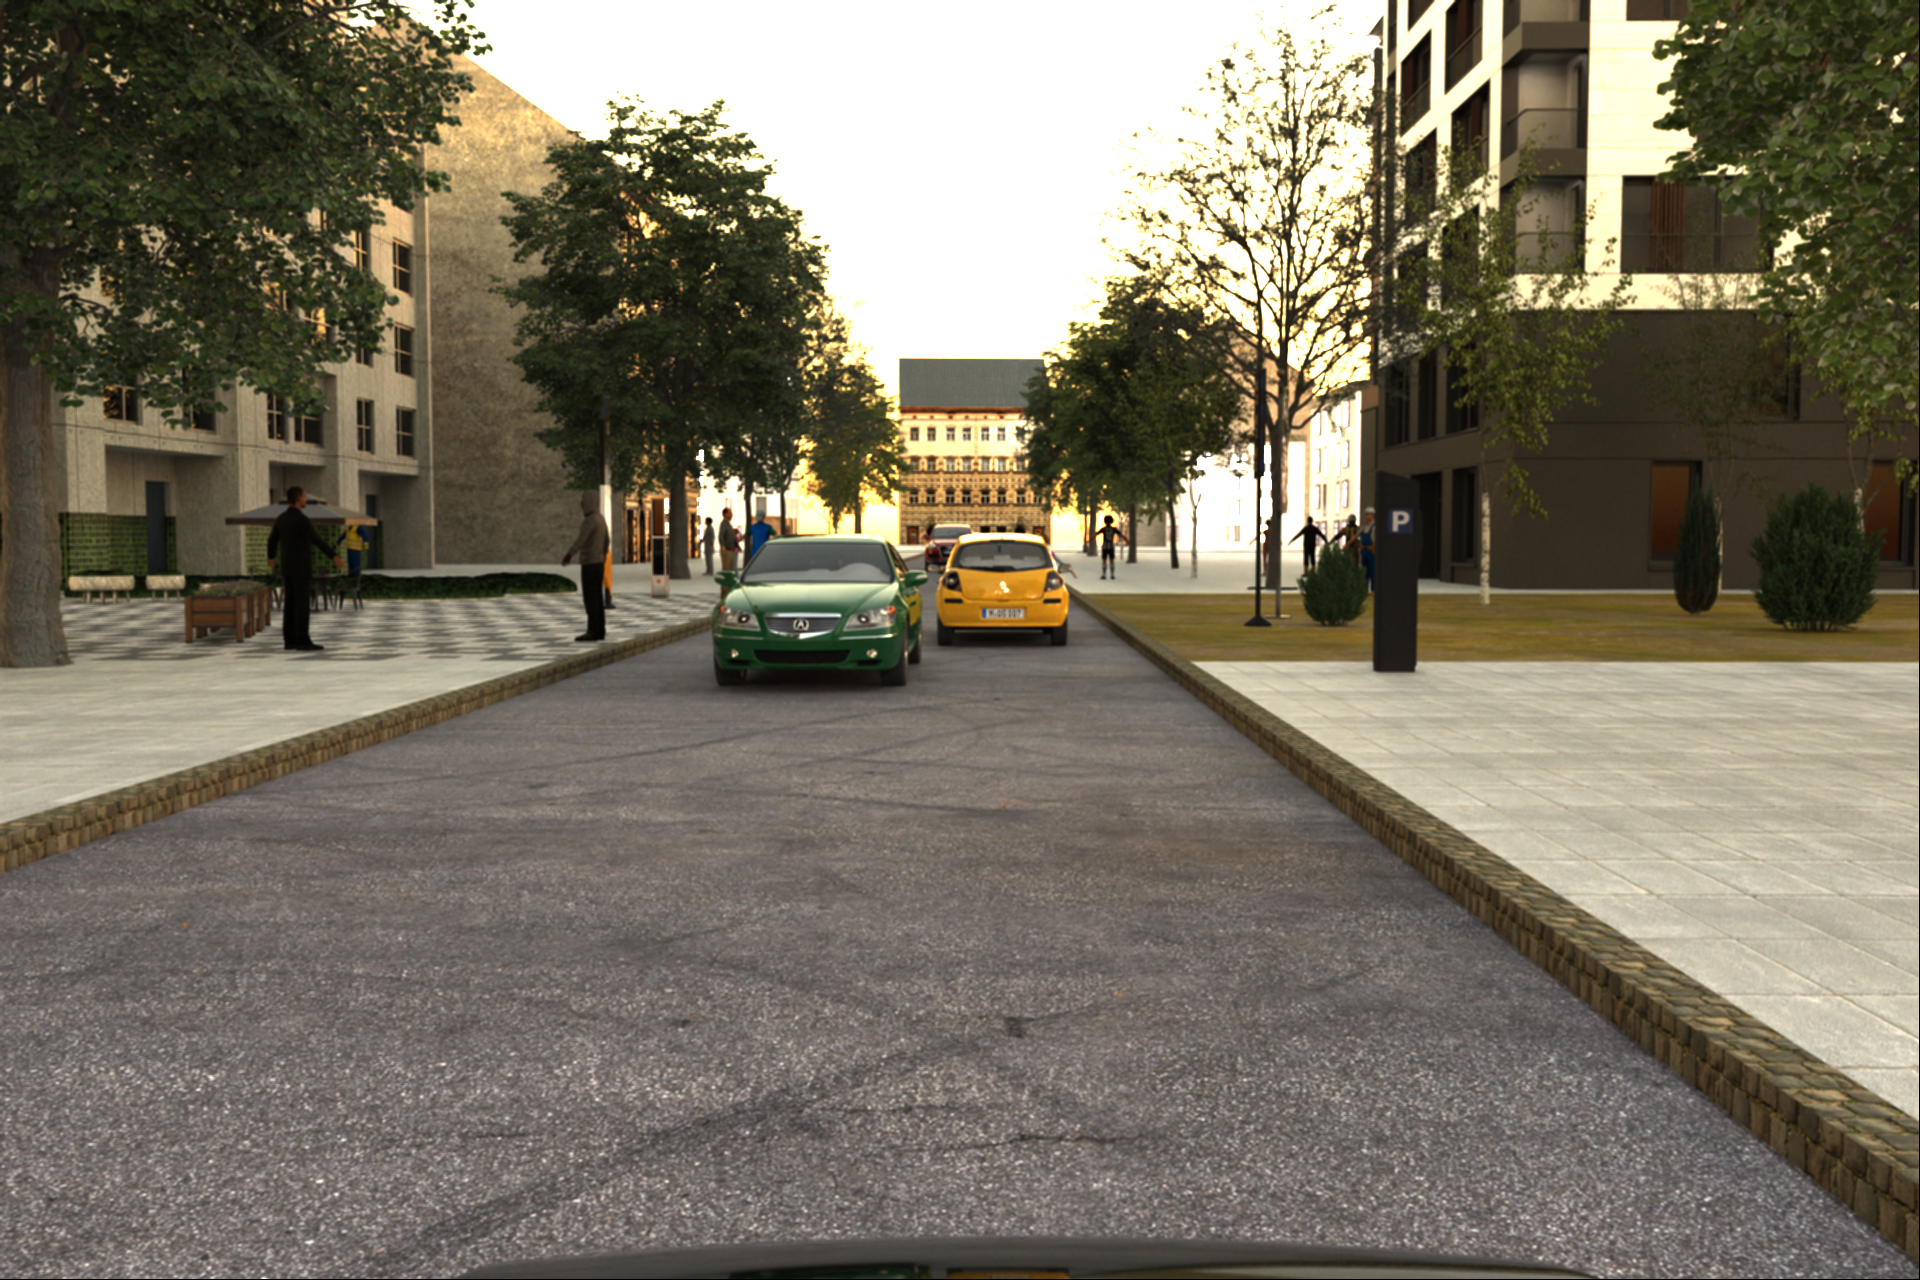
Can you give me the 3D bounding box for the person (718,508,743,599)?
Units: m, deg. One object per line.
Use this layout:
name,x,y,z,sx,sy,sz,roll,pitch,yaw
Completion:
person,-4.531,-1.690,33.909,0.705,1.796,1.348,0,4,7

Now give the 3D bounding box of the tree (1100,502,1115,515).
tree,20.830,-17.144,214.721,7.601,10.594,8.767,0,4,4

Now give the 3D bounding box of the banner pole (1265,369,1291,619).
banner pole,4.865,-2.209,26.129,0.401,3.779,0.863,0,4,-1

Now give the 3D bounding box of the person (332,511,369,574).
person,-14.548,-2.172,41.477,1.349,1.833,0.705,2,4,35

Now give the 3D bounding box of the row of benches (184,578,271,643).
row of benches,-9.383,-0.420,22.332,1.422,0.672,4.104,-1,4,-17

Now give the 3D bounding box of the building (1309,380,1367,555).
building,26.011,-9.310,94.368,9.099,9.664,28.070,0,4,1

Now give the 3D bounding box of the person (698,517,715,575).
person,-7.839,-2.918,53.892,0.705,1.806,1.347,-2,4,-26

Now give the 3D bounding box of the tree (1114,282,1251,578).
tree,6.799,-6.143,50.800,4.737,8.622,4.395,0,3,0

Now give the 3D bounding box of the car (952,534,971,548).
car,0.774,-2.977,60.470,2.131,1.459,4.920,0,4,1

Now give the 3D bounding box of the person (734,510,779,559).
person,-4.427,-1.968,38.305,1.347,1.817,0.704,1,4,15

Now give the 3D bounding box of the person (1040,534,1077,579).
person,1.289,-0.882,26.152,0.991,1.433,0.599,2,4,26

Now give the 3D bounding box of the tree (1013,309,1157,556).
tree,7.737,-11.817,99.867,9.857,13.997,8.962,0,3,0

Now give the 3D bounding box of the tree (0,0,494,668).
tree,-9.174,-6.717,16.472,9.857,13.997,8.962,0,3,0

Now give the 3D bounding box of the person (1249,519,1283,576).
person,9.427,-2.844,53.295,1.217,1.733,0.721,-2,4,-24

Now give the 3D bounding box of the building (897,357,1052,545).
building,1.429,-23.303,214.387,18.063,23.208,19.493,0,4,-3

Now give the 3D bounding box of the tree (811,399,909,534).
tree,-7.276,-12.131,124.098,9.928,11.665,9.643,0,3,0

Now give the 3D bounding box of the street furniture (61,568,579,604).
street furniture,-12.795,-1.193,35.128,10.072,0.657,5.734,-1,4,-16

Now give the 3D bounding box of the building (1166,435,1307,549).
building,24.909,-13.334,160.165,9.099,9.664,28.070,0,4,1

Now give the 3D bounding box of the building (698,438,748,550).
building,-23.508,-13.049,155.491,9.099,9.664,28.070,0,4,2

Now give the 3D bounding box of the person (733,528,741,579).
person,-5.777,-2.121,43.940,0.599,1.433,0.991,-1,4,-19

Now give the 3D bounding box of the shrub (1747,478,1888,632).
shrub,11.281,-1.127,22.846,1.690,2.028,1.600,0,3,0

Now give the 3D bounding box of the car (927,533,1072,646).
car,0.550,-0.822,23.666,2.015,1.641,3.980,0,4,0

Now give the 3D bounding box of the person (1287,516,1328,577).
person,10.438,-2.790,51.761,1.346,1.812,0.704,-1,4,-14

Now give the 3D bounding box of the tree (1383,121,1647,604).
tree,9.825,-4.956,31.390,4.737,8.622,4.395,0,3,0

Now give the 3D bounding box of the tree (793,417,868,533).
tree,-6.665,-8.889,95.697,4.360,8.622,3.978,0,3,0

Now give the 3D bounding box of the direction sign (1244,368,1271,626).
direction sign,4.164,-1.964,24.110,0.379,3.537,0.876,0,4,1

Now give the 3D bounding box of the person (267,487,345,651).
person,-7.306,-0.791,19.162,1.346,1.802,0.704,3,4,36

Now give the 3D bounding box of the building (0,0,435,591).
building,-28.066,-11.070,47.459,16.747,18.905,31.486,0,4,2

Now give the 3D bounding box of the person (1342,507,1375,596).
person,8.558,-1.861,36.282,0.705,1.847,1.347,-2,4,-33

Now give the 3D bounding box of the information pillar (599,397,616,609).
information pillar,-6.024,-2.330,29.449,0.183,3.616,0.504,0,4,1

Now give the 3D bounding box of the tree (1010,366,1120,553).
tree,8.528,-12.557,115.671,12.009,13.543,11.850,0,3,0

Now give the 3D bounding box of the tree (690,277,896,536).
tree,-7.963,-10.248,77.926,12.009,13.543,11.850,0,3,0

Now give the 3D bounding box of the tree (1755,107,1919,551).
tree,15.457,-4.833,29.387,4.737,8.622,4.395,0,3,0

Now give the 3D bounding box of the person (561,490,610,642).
person,-4.445,-0.898,20.811,0.705,1.813,1.348,0,4,7

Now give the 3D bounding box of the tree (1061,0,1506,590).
tree,7.309,-7.903,39.585,12.009,13.543,11.850,0,3,0

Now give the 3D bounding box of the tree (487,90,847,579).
tree,-8.113,-8.701,48.911,9.857,13.997,8.962,0,3,0

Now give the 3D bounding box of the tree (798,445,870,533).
tree,-15.980,-18.346,210.320,12.009,13.543,11.850,0,3,0

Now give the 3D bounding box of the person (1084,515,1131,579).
person,4.215,-2.639,49.283,1.345,1.843,0.704,0,4,-4

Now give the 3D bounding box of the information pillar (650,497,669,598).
information pillar,-6.044,-1.860,34.899,0.304,2.012,0.304,0,4,3

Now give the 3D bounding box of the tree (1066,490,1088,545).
tree,14.572,-15.851,209.529,4.737,8.622,4.395,0,3,0

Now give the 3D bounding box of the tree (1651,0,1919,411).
tree,6.526,-5.533,8.598,7.486,12.596,7.792,0,3,0

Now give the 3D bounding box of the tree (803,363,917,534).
tree,-6.707,-12.047,115.088,7.486,12.596,7.792,0,3,0

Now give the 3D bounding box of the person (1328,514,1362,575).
person,11.075,-2.641,48.956,1.354,1.858,0.705,1,4,10

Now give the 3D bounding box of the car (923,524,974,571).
car,-0.298,-3.651,68.361,2.281,1.827,5.304,0,4,1

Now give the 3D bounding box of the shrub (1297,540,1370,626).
shrub,5.225,-0.802,24.230,1.383,1.207,1.383,0,3,0

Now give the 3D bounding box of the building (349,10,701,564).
building,-23.203,-15.352,81.929,19.493,23.208,18.063,0,4,2

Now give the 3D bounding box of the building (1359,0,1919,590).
building,26.914,-12.930,55.382,27.936,21.610,32.646,0,4,1

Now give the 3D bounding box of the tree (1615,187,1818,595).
tree,16.227,-5.283,36.734,4.360,8.622,3.978,0,3,0

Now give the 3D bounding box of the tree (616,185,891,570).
tree,-7.449,-9.221,61.134,12.009,13.543,11.850,0,3,0

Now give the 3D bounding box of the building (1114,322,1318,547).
building,26.500,-21.599,184.078,19.493,23.208,18.063,0,4,1

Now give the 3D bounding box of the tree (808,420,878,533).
tree,-7.101,-9.318,102.709,4.737,8.622,4.395,0,3,0

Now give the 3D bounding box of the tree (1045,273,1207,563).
tree,7.573,-9.675,76.305,7.486,12.596,7.792,0,3,0

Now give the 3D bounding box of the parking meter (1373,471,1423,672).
parking meter,4.080,-0.638,16.143,0.399,1.863,0.255,0,4,1

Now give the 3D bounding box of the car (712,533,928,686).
car,-1.368,-0.371,17.872,2.131,1.459,4.920,0,4,1

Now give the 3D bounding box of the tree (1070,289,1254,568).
tree,7.717,-7.955,64.469,7.601,10.594,8.767,1,4,18

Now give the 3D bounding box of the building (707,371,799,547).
building,-22.694,-19.507,175.364,16.016,20.090,11.380,0,4,1

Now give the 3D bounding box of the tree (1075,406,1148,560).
tree,7.959,-8.320,86.387,4.737,8.622,4.395,0,3,0
